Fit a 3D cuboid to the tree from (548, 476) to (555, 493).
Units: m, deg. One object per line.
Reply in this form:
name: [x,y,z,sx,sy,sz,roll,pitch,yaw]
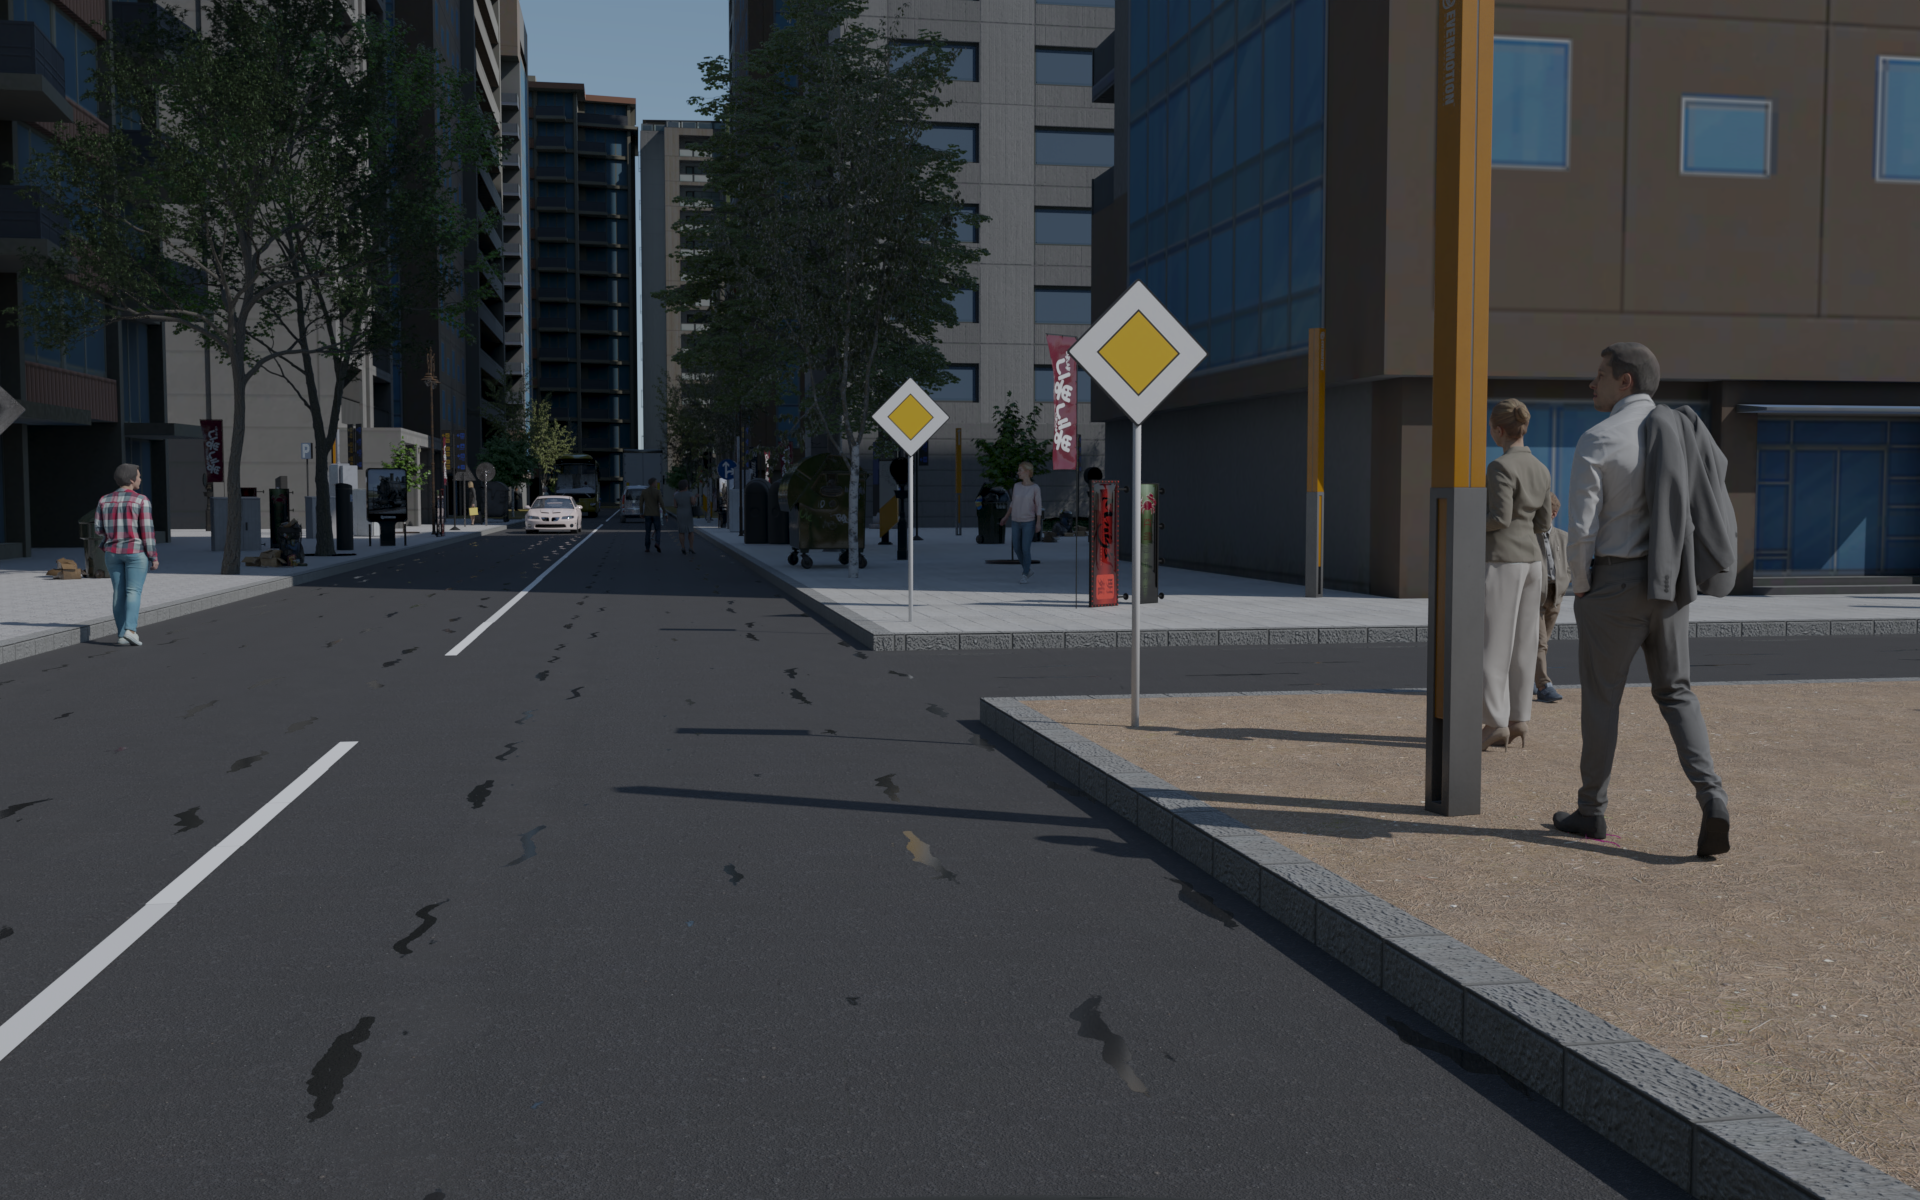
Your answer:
tree: [-36.069,-9.873,156.027,1.663,3.219,1.824,0,3,0]

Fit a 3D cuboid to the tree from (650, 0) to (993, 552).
tree: [-2.979,-7.374,38.688,7.486,12.596,7.792,0,3,0]

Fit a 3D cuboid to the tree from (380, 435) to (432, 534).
tree: [-18.048,-3.786,56.496,1.663,3.219,1.824,0,3,0]

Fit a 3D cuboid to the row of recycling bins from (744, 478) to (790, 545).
row of recycling bins: [-4.023,-2.266,44.156,3.534,1.692,1.069,2,4,29]

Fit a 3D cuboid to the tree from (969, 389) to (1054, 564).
tree: [0.906,-2.295,32.117,1.663,3.219,1.824,0,3,0]

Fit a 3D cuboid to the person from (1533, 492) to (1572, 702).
person: [3.672,-0.035,10.885,0.475,1.303,0.640,-1,4,-14]

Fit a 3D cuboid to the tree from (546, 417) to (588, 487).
tree: [-37.641,-13.133,165.082,4.360,8.622,3.978,0,3,0]

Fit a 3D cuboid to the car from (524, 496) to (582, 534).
car: [-14.984,-3.156,63.957,2.083,1.381,4.827,-1,4,-10]

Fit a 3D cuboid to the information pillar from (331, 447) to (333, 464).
information pillar: [-20.194,-3.948,55.909,0.183,3.616,0.504,-1,4,-9]

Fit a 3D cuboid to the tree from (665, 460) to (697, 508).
tree: [-25.972,-10.900,161.933,4.285,4.588,4.351,0,3,0]

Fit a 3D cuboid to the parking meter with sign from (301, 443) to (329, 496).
parking meter with sign: [-21.706,-3.872,59.572,0.543,3.016,1.738,2,4,35]

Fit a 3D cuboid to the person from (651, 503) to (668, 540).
person: [-9.355,-2.468,53.873,0.505,1.210,0.382,-2,4,-30]

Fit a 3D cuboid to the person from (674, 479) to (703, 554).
person: [-6.499,-2.004,41.628,0.716,1.782,0.532,1,4,10]

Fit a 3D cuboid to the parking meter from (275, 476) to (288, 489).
parking meter: [-21.732,-3.045,55.498,0.399,1.863,0.255,3,5,42]

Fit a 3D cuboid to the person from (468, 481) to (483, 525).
person: [-19.984,-3.980,71.341,0.699,1.804,1.509,0,4,5]

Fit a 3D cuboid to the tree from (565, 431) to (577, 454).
tree: [-31.871,-11.163,132.872,4.737,8.622,4.395,0,3,0]

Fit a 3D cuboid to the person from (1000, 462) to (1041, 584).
person: [0.905,-1.111,24.878,0.731,1.740,0.598,2,4,26]

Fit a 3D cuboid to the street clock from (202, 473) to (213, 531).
street clock: [-25.840,-3.362,59.546,0.358,2.002,0.471,-3,5,-40]

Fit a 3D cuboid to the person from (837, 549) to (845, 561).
person: [-2.234,-1.615,33.126,0.731,1.740,0.598,0,4,-2]

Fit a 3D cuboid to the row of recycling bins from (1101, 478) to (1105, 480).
row of recycling bins: [4.996,-2.289,44.546,3.534,1.692,1.069,-1,4,-22]

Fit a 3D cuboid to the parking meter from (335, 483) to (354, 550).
parking meter: [-14.064,-1.906,39.571,0.372,1.533,0.369,0,3,0]

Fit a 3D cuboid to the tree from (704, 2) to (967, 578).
tree: [-1.712,-4.653,26.435,4.360,8.622,3.978,0,3,0]

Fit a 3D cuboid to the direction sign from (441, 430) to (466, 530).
direction sign: [-17.879,-4.233,61.203,0.876,3.537,0.379,0,4,5]

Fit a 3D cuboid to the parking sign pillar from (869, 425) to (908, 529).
parking sign pillar: [-2.659,-4.624,64.069,1.447,3.967,1.447,-3,5,-43]

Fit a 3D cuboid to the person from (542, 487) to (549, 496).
person: [-18.564,-4.210,77.812,0.515,1.767,0.782,0,4,-7]

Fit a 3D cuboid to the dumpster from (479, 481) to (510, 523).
dumpster: [-21.176,-4.467,78.799,1.264,1.857,1.865,-1,4,-10]

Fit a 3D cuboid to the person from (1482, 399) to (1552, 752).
person: [2.741,-0.133,8.764,0.519,1.759,0.362,-3,5,-40]

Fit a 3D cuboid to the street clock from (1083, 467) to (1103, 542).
street clock: [3.545,-2.546,46.190,0.471,2.002,0.358,-2,4,-26]

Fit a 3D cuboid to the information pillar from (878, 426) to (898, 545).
information pillar: [-1.811,-3.202,43.709,0.504,3.616,0.183,1,4,13]

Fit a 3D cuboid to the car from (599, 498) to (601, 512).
car: [-30.209,-8.038,141.009,1.945,1.707,3.694,-1,4,-9]

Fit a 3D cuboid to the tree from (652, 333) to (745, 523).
tree: [-11.473,-7.756,77.179,4.737,8.622,4.395,0,3,0]

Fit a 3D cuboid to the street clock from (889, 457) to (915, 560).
street clock: [-1.121,-1.783,33.716,0.471,2.002,0.358,0,4,8]

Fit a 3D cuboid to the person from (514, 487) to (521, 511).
person: [-33.737,-7.690,131.797,0.705,1.821,1.348,-3,4,-37]

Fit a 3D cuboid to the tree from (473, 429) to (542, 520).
tree: [-22.871,-6.351,87.555,4.285,4.588,4.351,0,3,0]

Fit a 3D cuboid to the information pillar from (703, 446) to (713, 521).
information pillar: [-12.228,-5.664,83.960,0.504,3.616,0.183,1,4,23]

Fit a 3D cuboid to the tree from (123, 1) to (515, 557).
tree: [-13.109,-6.724,35.687,9.928,11.665,9.643,0,3,0]

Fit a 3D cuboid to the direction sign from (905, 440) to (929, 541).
direction sign: [-1.194,-3.419,47.900,0.876,3.537,0.379,3,5,43]

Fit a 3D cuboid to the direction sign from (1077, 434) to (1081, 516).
direction sign: [4.474,-4.494,65.473,0.379,3.537,0.876,1,4,15]

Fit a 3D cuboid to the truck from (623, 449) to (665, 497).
truck: [-20.857,-7.657,114.106,2.839,4.237,11.283,-1,4,-10]

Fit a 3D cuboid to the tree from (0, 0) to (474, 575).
tree: [-11.296,-5.685,27.366,7.601,10.594,8.767,-1,4,-14]

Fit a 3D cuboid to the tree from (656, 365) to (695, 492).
tree: [-9.146,-7.283,69.445,4.360,8.622,3.978,0,3,0]

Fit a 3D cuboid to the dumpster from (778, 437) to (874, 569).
dumpster: [-2.361,-1.707,30.408,1.502,2.255,1.985,-1,4,-11]

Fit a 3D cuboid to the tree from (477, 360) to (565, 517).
tree: [-24.705,-8.930,96.374,4.737,8.622,4.395,0,3,0]

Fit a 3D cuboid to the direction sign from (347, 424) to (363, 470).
direction sign: [-19.505,-3.908,55.897,0.876,3.537,0.379,3,5,42]

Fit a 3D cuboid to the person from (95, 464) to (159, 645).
person: [-7.953,-0.438,16.501,0.563,1.720,0.643,0,4,5]

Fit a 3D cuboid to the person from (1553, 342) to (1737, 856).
person: [2.500,-0.008,6.276,0.679,1.850,0.850,-1,4,-16]

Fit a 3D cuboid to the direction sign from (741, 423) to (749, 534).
direction sign: [-6.925,-3.898,55.730,0.379,3.537,0.876,0,4,8]

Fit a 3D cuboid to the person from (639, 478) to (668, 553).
person: [-7.534,-2.092,42.608,0.656,1.842,0.836,-2,4,-25]
